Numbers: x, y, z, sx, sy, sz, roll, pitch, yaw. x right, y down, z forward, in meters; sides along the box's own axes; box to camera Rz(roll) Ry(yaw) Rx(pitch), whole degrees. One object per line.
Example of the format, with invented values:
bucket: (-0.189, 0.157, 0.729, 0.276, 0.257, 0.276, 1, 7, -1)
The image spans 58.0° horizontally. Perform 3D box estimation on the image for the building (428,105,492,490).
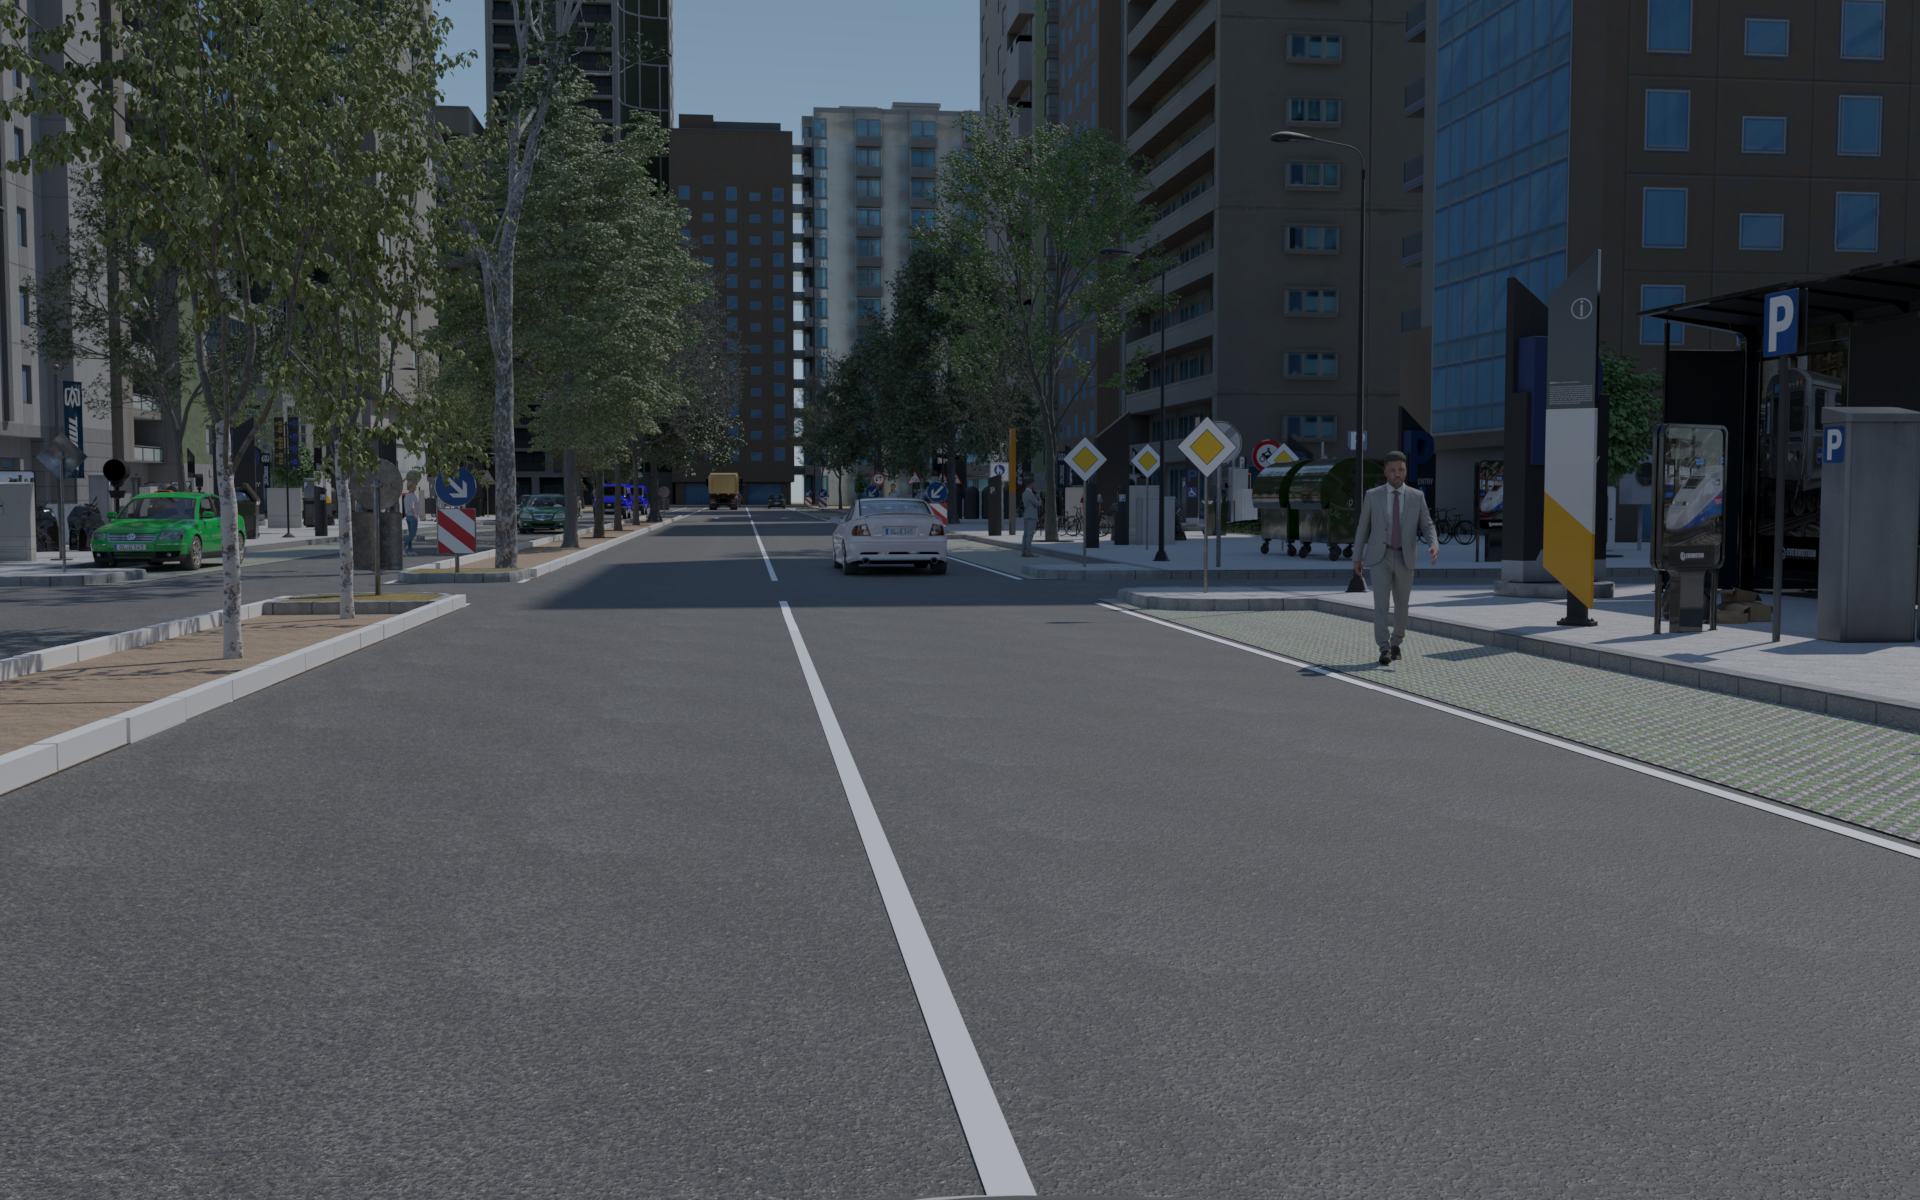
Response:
building: (-67.229, -35.617, 206.031, 21.600, 48.544, 21.300, 0, 4, -7)

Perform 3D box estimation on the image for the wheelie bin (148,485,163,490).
wheelie bin: (-28.624, -3.279, 61.518, 0.693, 1.594, 0.980, 1, 4, 12)

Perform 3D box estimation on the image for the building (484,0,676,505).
building: (-44.933, -47.065, 207.760, 20.611, 71.187, 20.563, 0, 4, -7)

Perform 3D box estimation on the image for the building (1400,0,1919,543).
building: (22.807, -24.562, 51.694, 14.200, 45.320, 14.600, 0, 4, -7)

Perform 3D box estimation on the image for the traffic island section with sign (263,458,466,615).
traffic island section with sign: (-7.340, -0.812, 21.412, 2.006, 1.907, 1.989, 0, 4, -7)

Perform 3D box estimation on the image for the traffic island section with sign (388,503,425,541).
traffic island section with sign: (-17.420, -2.699, 52.754, 1.989, 1.847, 2.006, 0, 4, -7)

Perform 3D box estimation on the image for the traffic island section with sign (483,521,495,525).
traffic island section with sign: (-20.852, -4.357, 79.869, 1.989, 1.847, 2.006, 0, 4, -7)

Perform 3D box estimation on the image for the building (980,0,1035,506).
building: (16.788, -34.661, 155.949, 28.713, 52.752, 27.495, 0, 4, -7)

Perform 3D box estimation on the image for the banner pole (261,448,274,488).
banner pole: (-37.270, -6.326, 93.439, 0.401, 3.779, 0.863, 3, 5, 43)

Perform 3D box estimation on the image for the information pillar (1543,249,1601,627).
information pillar: (5.953, -1.558, 16.828, 0.504, 3.616, 0.183, 3, 4, 38)

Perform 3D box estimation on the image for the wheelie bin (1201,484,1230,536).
wheelie bin: (7.901, -2.791, 53.540, 0.693, 1.594, 0.980, -2, 4, -27)

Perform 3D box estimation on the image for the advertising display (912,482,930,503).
advertising display: (-2.054, -5.287, 91.655, 0.974, 1.923, 0.123, -2, 4, -23)

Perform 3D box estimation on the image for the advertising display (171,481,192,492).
advertising display: (-38.700, -4.949, 86.126, 0.974, 1.923, 0.123, 0, 4, -4)

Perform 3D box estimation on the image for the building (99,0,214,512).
building: (-46.826, -24.590, 85.647, 14.154, 41.232, 14.086, 0, 4, -7)

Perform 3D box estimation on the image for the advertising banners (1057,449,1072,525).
advertising banners: (4.088, -4.338, 67.107, 0.090, 3.025, 2.074, 1, 4, 20)

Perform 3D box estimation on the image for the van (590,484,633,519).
van: (-20.033, -5.843, 99.919, 2.240, 2.365, 5.245, 0, 4, -7)

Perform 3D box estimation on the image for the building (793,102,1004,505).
building: (-5.672, -36.395, 214.667, 30.456, 49.044, 23.786, 0, 4, -7)

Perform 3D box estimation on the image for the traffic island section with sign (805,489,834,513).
traffic island section with sign: (-10.575, -7.526, 131.670, 1.989, 1.847, 2.006, 0, 4, -7)

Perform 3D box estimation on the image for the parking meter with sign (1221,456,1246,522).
parking meter with sign: (12.239, -5.095, 79.562, 1.738, 3.016, 0.543, -1, 4, -18)

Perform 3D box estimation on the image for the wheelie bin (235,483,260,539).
wheelie bin: (-20.284, -2.526, 49.201, 0.693, 1.594, 0.980, -1, 4, -13)

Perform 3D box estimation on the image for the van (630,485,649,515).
van: (-22.633, -7.049, 119.630, 2.240, 2.365, 5.245, 0, 4, -7)

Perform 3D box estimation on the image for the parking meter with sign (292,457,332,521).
parking meter with sign: (-30.806, -5.271, 82.435, 0.543, 3.016, 1.738, 3, 5, 40)

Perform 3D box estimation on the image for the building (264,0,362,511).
building: (-52.822, -48.981, 113.507, 22.319, 86.520, 31.000, 0, 4, -7)

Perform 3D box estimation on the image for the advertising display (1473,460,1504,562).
advertising display: (10.104, -1.685, 32.769, 0.974, 1.923, 0.123, -2, 4, -31)

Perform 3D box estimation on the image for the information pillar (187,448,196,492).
information pillar: (-38.946, -5.897, 87.767, 0.504, 3.616, 0.183, 2, 4, 28)

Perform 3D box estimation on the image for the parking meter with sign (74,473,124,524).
parking meter with sign: (-30.763, -4.019, 61.978, 1.738, 3.016, 0.543, -1, 4, -11)

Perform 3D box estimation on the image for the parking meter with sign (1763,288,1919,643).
parking meter with sign: (7.920, -1.147, 15.015, 1.738, 3.016, 0.543, 0, 4, -3)

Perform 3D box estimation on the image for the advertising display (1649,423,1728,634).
advertising display: (6.754, -0.663, 16.058, 0.974, 1.923, 0.123, -2, 4, -33)

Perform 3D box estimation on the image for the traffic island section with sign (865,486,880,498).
traffic island section with sign: (-4.291, -4.479, 81.852, 1.989, 1.847, 2.006, 0, 4, -7)

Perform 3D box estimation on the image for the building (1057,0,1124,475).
building: (14.859, -28.702, 119.387, 14.600, 45.320, 14.200, 0, 4, -7)

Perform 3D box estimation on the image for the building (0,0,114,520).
building: (-44.330, -31.444, 56.109, 21.231, 58.520, 28.212, 0, 4, -7)

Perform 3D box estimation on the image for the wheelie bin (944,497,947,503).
wheelie bin: (-0.593, -5.091, 91.139, 0.980, 1.594, 0.693, -1, 4, -16)

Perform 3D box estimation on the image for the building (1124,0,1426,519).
building: (21.590, -28.746, 93.706, 21.300, 48.544, 21.600, 0, 4, -7)

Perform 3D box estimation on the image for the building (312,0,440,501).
building: (-59.938, -34.078, 146.407, 27.495, 52.752, 28.713, 0, 4, -7)

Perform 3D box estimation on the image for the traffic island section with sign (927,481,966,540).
traffic island section with sign: (-0.914, -2.843, 55.108, 1.989, 1.847, 2.006, 0, 4, -7)

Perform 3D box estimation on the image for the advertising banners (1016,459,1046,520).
advertising banners: (3.569, -5.478, 85.755, 2.074, 3.025, 0.090, -2, 4, -33)

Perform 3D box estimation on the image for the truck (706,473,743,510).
truck: (-21.601, -9.941, 158.454, 3.469, 3.379, 9.791, 0, 4, -7)

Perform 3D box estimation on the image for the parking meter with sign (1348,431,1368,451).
parking meter with sign: (11.295, -3.190, 48.412, 0.543, 3.016, 1.738, 2, 4, 26)

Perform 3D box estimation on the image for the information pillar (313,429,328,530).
information pillar: (-23.124, -4.346, 62.409, 0.183, 3.616, 0.504, 0, 4, 6)

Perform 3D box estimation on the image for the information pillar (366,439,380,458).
information pillar: (-20.892, -4.298, 61.626, 0.504, 3.616, 0.183, 0, 4, -2)

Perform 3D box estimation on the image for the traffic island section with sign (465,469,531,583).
traffic island section with sign: (-8.258, -1.262, 28.762, 2.006, 1.907, 1.989, 0, 4, -7)

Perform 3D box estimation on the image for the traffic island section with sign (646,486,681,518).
traffic island section with sign: (-17.684, -5.821, 103.310, 2.006, 1.907, 1.989, 0, 4, -7)

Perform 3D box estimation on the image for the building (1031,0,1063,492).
building: (12.396, -27.513, 133.430, 14.154, 41.232, 14.086, 0, 4, -7)

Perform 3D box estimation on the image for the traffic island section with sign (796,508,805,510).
traffic island section with sign: (-14.097, -9.222, 159.408, 1.989, 1.847, 2.006, 0, 4, -7)

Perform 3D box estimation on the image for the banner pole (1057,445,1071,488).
banner pole: (5.397, -6.060, 89.096, 0.863, 3.779, 0.401, -1, 4, -8)

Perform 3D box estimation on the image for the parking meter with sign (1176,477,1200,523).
parking meter with sign: (10.247, -4.944, 77.101, 1.738, 3.016, 0.543, -1, 4, -20)

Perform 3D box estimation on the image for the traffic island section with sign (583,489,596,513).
traffic island section with sign: (-27.090, -7.386, 129.394, 1.989, 1.847, 2.006, 0, 4, -7)

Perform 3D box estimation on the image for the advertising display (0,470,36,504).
advertising display: (-25.466, -2.539, 46.720, 0.974, 1.923, 0.123, -2, 4, -34)

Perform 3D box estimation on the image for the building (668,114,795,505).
building: (-27.323, -34.123, 208.018, 14.200, 45.320, 14.600, 0, 4, -7)

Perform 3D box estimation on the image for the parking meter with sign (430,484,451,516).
parking meter with sign: (-30.650, -6.432, 101.419, 1.738, 3.016, 0.543, -3, 5, -40)

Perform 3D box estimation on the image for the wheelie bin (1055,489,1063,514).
wheelie bin: (5.924, -5.929, 104.840, 0.693, 1.594, 0.980, 2, 4, 26)

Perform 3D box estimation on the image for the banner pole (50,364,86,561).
banner pole: (-17.334, -2.669, 33.660, 0.401, 3.779, 0.863, 1, 4, 18)
